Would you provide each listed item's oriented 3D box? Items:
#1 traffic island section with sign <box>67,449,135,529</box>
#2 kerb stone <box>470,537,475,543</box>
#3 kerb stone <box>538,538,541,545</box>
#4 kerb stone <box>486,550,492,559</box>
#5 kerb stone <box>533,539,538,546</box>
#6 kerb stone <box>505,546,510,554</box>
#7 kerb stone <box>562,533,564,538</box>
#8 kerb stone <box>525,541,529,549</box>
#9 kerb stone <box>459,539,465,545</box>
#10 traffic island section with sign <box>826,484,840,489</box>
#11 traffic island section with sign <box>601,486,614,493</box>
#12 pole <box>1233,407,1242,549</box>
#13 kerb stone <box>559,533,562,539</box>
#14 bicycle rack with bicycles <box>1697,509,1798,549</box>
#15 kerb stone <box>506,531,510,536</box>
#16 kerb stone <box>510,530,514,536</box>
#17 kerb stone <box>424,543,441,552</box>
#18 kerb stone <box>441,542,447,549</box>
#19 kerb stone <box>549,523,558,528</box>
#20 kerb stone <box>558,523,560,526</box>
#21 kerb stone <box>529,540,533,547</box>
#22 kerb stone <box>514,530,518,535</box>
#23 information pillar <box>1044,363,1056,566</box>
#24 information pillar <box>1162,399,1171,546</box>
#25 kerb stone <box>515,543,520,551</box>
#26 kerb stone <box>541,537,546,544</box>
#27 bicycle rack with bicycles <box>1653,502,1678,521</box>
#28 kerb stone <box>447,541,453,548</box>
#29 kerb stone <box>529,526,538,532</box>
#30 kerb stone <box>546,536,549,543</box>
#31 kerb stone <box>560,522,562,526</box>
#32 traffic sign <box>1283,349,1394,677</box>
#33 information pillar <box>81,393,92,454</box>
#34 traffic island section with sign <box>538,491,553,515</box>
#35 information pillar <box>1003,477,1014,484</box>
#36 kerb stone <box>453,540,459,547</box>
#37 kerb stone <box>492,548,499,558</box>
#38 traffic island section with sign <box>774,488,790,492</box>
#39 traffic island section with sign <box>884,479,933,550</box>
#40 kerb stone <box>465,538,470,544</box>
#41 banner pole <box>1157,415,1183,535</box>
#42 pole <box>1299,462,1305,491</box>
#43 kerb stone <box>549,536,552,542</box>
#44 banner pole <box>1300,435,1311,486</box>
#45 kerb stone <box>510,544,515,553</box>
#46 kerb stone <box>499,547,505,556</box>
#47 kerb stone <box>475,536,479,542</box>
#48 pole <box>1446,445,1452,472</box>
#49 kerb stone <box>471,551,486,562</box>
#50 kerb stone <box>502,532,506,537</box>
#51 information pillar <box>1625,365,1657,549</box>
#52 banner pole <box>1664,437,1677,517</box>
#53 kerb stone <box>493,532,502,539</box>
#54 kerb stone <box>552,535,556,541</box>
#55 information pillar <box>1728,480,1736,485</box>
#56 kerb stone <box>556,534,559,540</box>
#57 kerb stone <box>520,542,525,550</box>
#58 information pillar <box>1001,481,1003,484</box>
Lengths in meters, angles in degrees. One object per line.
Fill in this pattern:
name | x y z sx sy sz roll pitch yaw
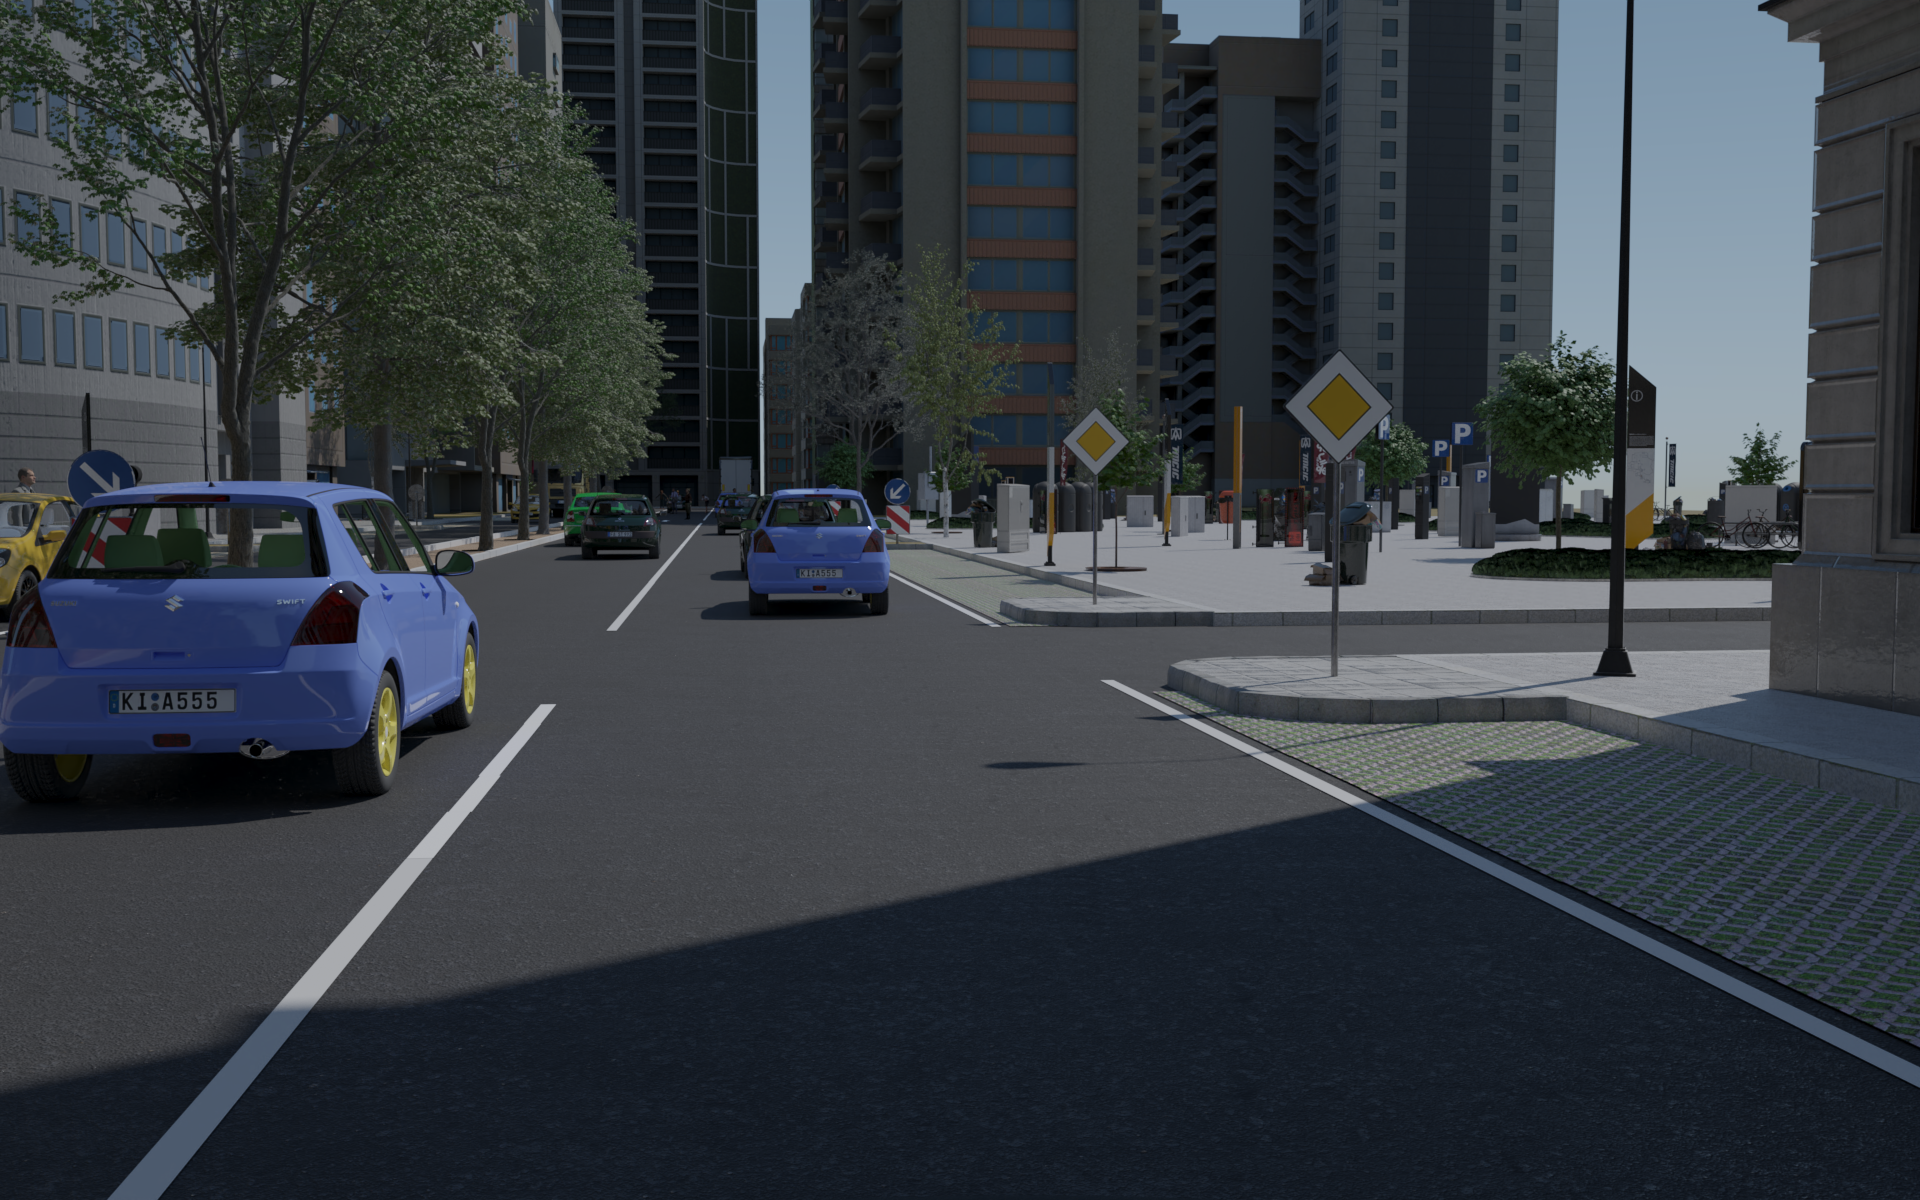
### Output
traffic island section with sign | -8.865 -0.626 18.368 2.006 1.907 1.989 0 4 -8
kerb stone | -14.212 -1.701 50.059 0.120 0.150 1.000 0 4 -8
kerb stone | -11.866 -1.597 48.336 0.120 0.150 1.000 0 4 -8
kerb stone | -10.497 -0.964 38.194 0.120 0.150 1.000 0 4 -8
kerb stone | -11.726 -1.533 47.323 0.120 0.150 1.000 0 4 -8
kerb stone | -10.909 -1.165 41.242 0.120 0.150 1.000 0 4 -8
kerb stone | -12.828 -2.034 55.445 0.120 0.150 1.000 0 4 -8
kerb stone | -11.455 -1.413 45.296 0.120 0.150 1.000 0 4 -8
kerb stone | -13.945 -1.580 48.027 0.120 0.150 1.000 0 4 -8
traffic island section with sign | -5.411 -3.864 71.809 1.989 1.847 2.006 0 4 -8
traffic island section with sign | -18.942 -5.180 92.830 2.006 1.907 1.989 0 4 -8
pole | 6.482 -2.850 40.444 0.158 3.312 0.155 0 3 0
kerb stone | -12.691 -1.972 54.431 0.120 0.150 1.000 0 4 -8
bicycle rack with bicycles | 19.373 -1.704 41.241 2.925 0.926 2.852 3 4 37
kerb stone | -15.314 -2.201 58.174 0.120 0.150 1.000 0 4 -8
kerb stone | -15.454 -2.263 59.198 0.120 0.150 1.000 0 4 -8
kerb stone | -13.394 -1.332 43.970 0.120 0.150 1.000 0 4 -8
kerb stone | -13.533 -1.392 44.984 0.120 0.150 1.000 0 4 -8
kerb stone | -17.513 -3.196 74.451 0.120 0.150 1.000 0 4 -8
kerb stone | -17.653 -3.250 75.468 0.120 0.150 1.000 0 4 -8
kerb stone | -11.598 -1.475 46.309 0.120 0.150 1.000 0 4 -8
kerb stone | -15.585 -2.322 60.212 0.120 0.150 1.000 0 4 -8
information pillar | 1.609 -2.411 30.778 0.183 3.616 0.504 0 4 -2
information pillar | 5.093 -3.128 42.492 0.183 3.616 0.504 0 4 -2
kerb stone | -11.185 -1.286 43.270 0.120 0.150 1.000 0 4 -8
kerb stone | -11.997 -1.661 49.350 0.120 0.150 1.000 0 4 -8
bicycle rack with bicycles | 33.060 -4.287 83.479 2.925 0.926 2.852 1 4 13
kerb stone | -13.673 -1.452 45.996 0.120 0.150 1.000 0 4 -8
kerb stone | -16.552 -2.760 67.325 0.120 0.150 1.000 0 4 -8
kerb stone | -12.140 -1.723 50.374 0.120 0.150 1.000 0 4 -8
kerb stone | -17.784 -3.321 76.490 0.120 0.150 1.000 0 4 -8
traffic sign | 2.632 -0.519 12.124 0.795 2.450 0.064 0 4 -8
information pillar | -20.242 -2.987 40.198 0.183 3.616 0.504 -3 5 -40
traffic island section with sign | -28.576 -6.735 118.742 1.989 1.847 2.006 0 4 -8
information pillar | 2.162 -4.317 75.078 0.304 2.012 0.304 -1 4 -12
kerb stone | -13.801 -1.518 47.010 0.120 0.150 1.000 0 4 -8
kerb stone | -10.631 -1.041 39.210 0.120 0.150 1.000 0 4 -8
traffic island section with sign | -15.726 -8.532 148.121 1.989 1.847 2.006 0 4 -8
traffic island section with sign | -1.805 -2.230 45.096 1.989 1.847 2.006 0 4 -8
kerb stone | -14.081 -1.642 49.040 0.120 0.150 1.000 0 4 -8
banner pole | 6.647 -3.951 54.611 0.863 3.779 0.401 2 4 24
pole | 13.018 -4.408 65.915 0.158 3.312 0.155 0 3 0
kerb stone | -12.282 -1.786 51.392 0.120 0.150 1.000 0 4 -8
banner pole | 12.939 -4.535 64.164 0.863 3.779 0.401 3 5 40
kerb stone | -11.046 -1.227 42.255 0.120 0.150 1.000 0 4 -8
kerb stone | -10.763 -1.103 40.223 0.120 0.150 1.000 0 4 -8
kerb stone | -14.351 -1.766 51.071 0.120 0.150 1.000 0 4 -8
pole | 20.305 -4.778 71.966 0.158 3.312 0.155 0 3 0
kerb stone | -10.359 -0.911 37.174 0.120 0.150 1.000 0 4 -8
kerb stone | -15.181 -2.138 57.153 0.120 0.150 1.000 0 4 -8
information pillar | 12.342 -2.452 31.446 0.504 3.616 0.183 1 4 12
banner pole | 30.984 -5.237 75.639 0.401 3.779 0.863 -1 4 -16
kerb stone | -15.040 -2.076 56.141 0.120 0.150 1.000 0 4 -8
kerb stone | -12.411 -1.848 52.406 0.120 0.150 1.000 0 4 -8
information pillar | 40.505 -5.287 90.937 0.304 2.012 0.304 0 4 -8
kerb stone | -12.547 -1.910 53.419 0.120 0.150 1.000 0 4 -8
kerb stone | -11.311 -1.351 44.284 0.120 0.150 1.000 0 4 -8
information pillar | 2.467 -5.512 94.619 0.304 2.012 0.304 -3 5 -42
